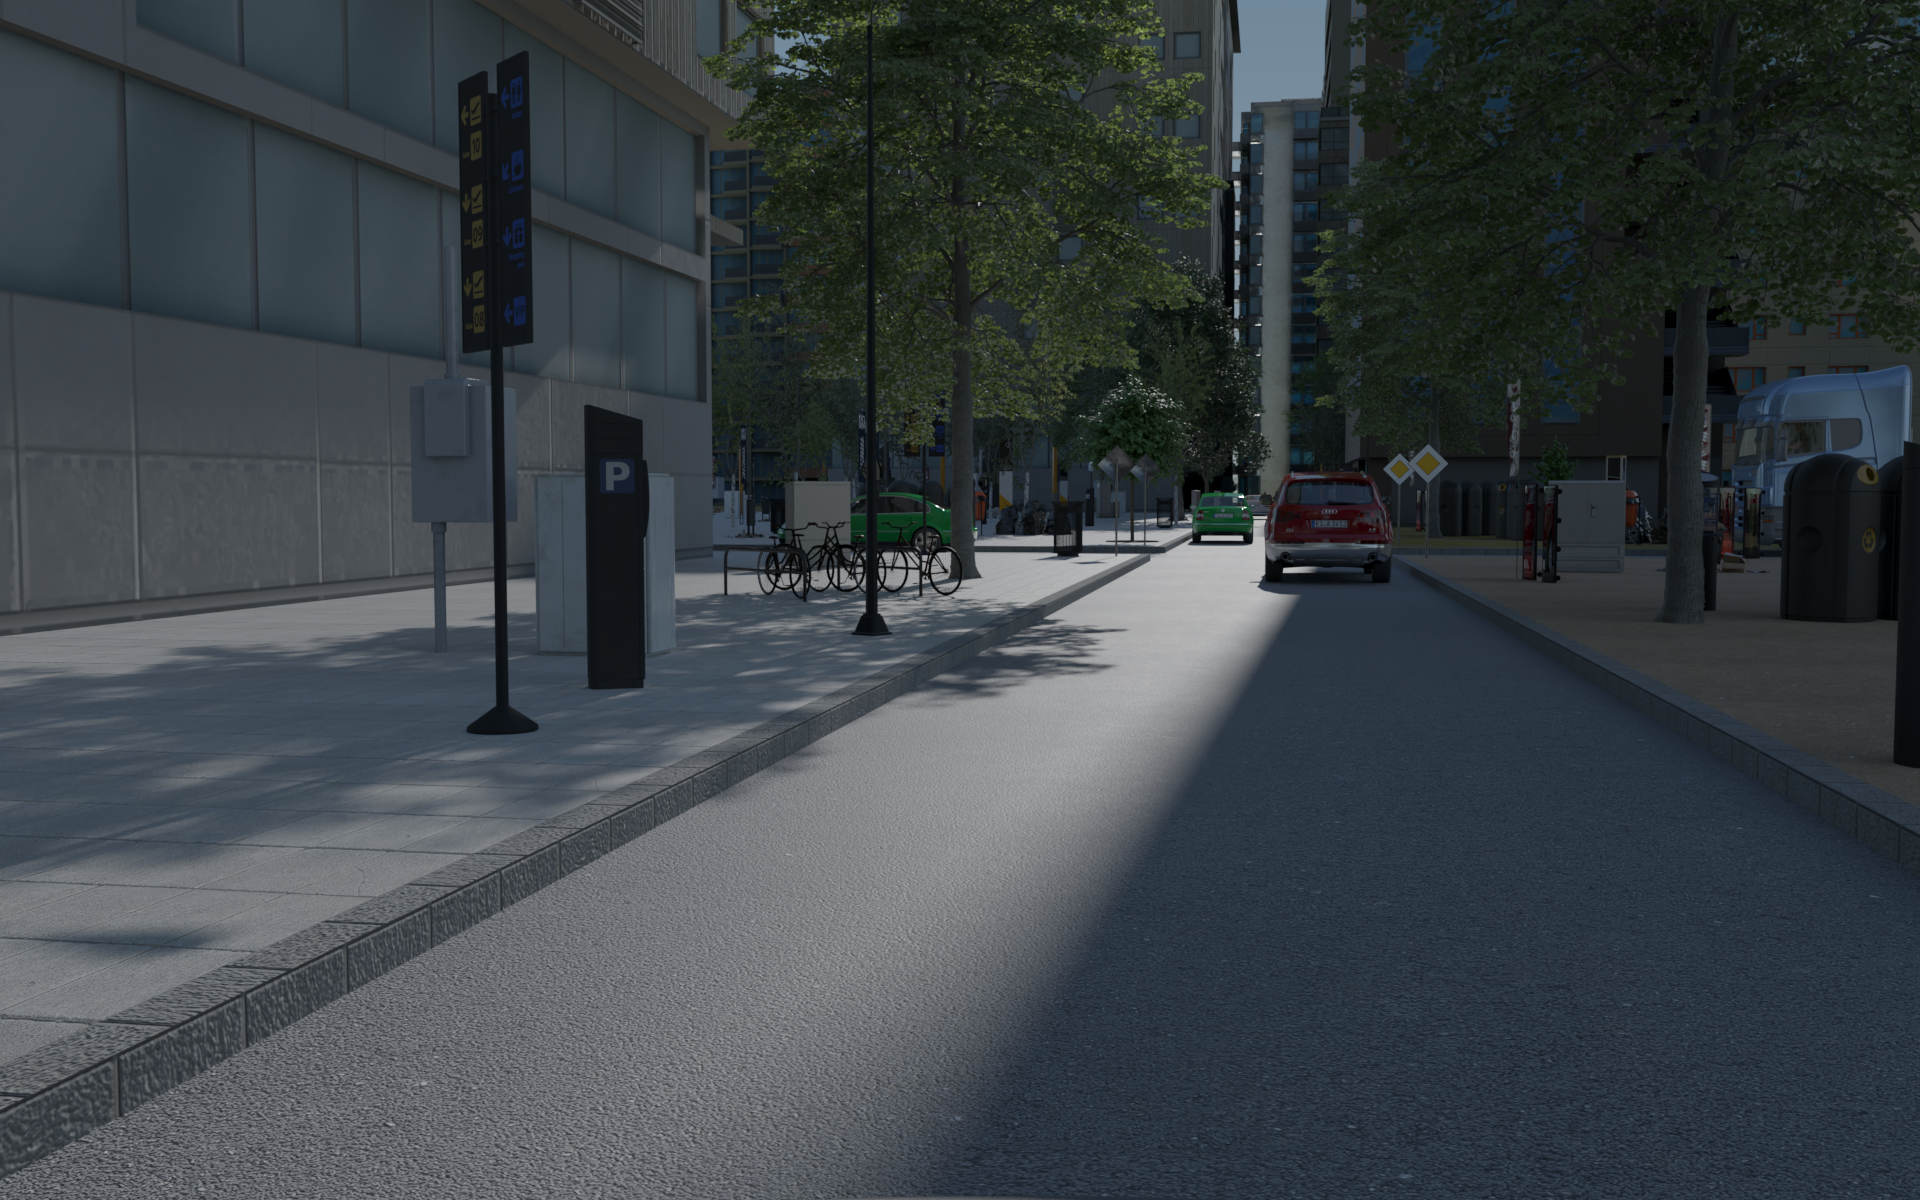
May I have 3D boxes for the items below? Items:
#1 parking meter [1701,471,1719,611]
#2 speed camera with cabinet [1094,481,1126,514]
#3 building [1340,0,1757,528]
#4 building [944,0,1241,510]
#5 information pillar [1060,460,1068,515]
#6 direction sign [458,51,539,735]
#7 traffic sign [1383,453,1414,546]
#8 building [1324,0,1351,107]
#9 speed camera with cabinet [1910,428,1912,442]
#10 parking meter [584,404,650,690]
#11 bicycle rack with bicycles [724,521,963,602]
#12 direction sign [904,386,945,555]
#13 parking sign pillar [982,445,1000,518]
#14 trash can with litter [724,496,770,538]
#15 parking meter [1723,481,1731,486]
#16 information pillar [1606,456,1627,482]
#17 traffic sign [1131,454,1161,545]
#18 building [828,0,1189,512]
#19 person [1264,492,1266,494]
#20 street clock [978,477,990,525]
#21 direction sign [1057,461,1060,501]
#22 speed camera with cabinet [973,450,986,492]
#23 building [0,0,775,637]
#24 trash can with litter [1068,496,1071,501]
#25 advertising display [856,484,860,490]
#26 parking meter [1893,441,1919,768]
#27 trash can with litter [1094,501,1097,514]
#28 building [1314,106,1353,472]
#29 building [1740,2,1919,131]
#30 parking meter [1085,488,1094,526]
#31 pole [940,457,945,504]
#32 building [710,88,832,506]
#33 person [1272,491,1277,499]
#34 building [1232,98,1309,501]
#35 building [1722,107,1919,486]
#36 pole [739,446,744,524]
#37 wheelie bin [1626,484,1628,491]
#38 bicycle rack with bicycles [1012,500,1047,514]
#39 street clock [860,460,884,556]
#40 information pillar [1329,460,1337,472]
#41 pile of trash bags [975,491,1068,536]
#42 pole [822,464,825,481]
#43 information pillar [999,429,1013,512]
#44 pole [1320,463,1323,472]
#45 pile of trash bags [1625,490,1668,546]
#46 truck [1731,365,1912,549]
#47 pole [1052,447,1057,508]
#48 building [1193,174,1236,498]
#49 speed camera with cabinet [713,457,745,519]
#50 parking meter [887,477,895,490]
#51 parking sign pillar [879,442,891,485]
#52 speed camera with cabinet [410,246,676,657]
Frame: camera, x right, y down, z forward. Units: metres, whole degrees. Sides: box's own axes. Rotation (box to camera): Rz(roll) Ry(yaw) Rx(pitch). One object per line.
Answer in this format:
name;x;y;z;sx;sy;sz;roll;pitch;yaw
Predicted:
parking meter;8.171;-0.656;19.139;0.372;1.533;0.369;0;3;0
speed camera with cabinet;9.827;-7.291;113.549;2.038;3.252;0.660;-1;4;-13
building;23.459;-25.757;71.245;14.600;45.320;14.200;1;4;10
building;14.808;-36.139;180.118;27.495;52.752;28.713;1;4;10
information pillar;6.465;-7.111;107.617;0.504;3.616;0.183;1;4;12
direction sign;-2.481;-1.058;9.293;0.379;3.537;0.876;-3;4;-38
traffic sign;10.745;-2.370;42.391;0.795;2.450;0.064;1;4;10
building;42.027;-32.040;147.563;21.300;48.544;21.600;1;4;10
speed camera with cabinet;29.033;-3.508;51.699;0.660;3.252;2.038;-1;4;-17
parking meter;-2.267;-0.352;11.467;0.399;1.863;0.255;-1;4;-18
bicycle rack with bicycles;-1.731;-0.529;22.037;2.852;0.926;2.925;-3;4;-39
direction sign;-0.742;-2.706;36.235;0.876;3.537;0.379;1;4;12
parking sign pillar;1.636;-6.317;91.761;1.447;3.967;1.447;-2;4;-33
trash can with litter;-6.370;-2.441;50.969;1.678;1.210;2.233;1;4;9
parking meter;33.296;-4.244;75.108;0.399;1.863;0.255;-2;4;-33
information pillar;12.591;-1.761;33.286;0.304;2.012;0.304;2;4;35
traffic sign;4.653;-2.439;43.514;0.795;2.450;0.064;1;4;10
building;6.324;-33.269;133.188;28.713;52.752;27.495;1;4;10
person;29.875;-9.748;169.348;0.415;1.643;0.593;-3;5;-44
street clock;1.005;-4.177;72.869;0.471;2.002;0.358;2;4;33
direction sign;6.468;-7.482;114.325;0.379;3.537;0.876;-2;4;-30
speed camera with cabinet;0.422;-5.106;77.818;0.660;3.252;2.038;-2;4;-31
building;-19.067;-26.656;25.060;27.495;52.752;28.713;1;4;10
trash can with litter;7.060;-6.601;119.306;1.055;1.170;0.624;-2;4;-33
advertising display;-6.463;-6.784;116.125;0.974;1.923;0.123;0;4;8
parking meter;4.630;0.016;8.157;0.372;1.533;0.369;0;3;0
trash can with litter;8.260;-5.702;104.609;1.055;1.170;0.624;1;4;11
building;34.132;-22.002;131.432;14.160;30.474;14.107;1;4;10
building;82.613;-33.685;170.356;30.456;49.044;23.786;1;4;10
parking meter;5.150;-3.694;68.814;0.372;1.533;0.369;0;3;0
pole;-0.744;-4.941;74.629;0.158;3.312;0.155;0;3;0
building;-12.307;-32.669;188.754;28.867;44.769;22.147;1;4;10
person;32.038;-10.178;175.645;0.721;1.736;1.217;-1;4;-22
building;47.796;-36.008;208.336;30.456;49.044;23.786;1;4;10
building;38.271;-15.549;99.267;27.650;21.520;28.899;1;4;10
pole;-9.252;-4.856;73.242;0.158;3.312;0.155;0;3;0
wheelie bin;19.507;-2.664;51.459;0.980;1.594;0.693;3;5;43
bicycle rack with bicycles;3.871;-6.007;111.599;2.852;0.926;2.925;-2;4;-29
street clock;-1.814;-1.917;35.918;0.471;2.002;0.358;-1;4;-11
information pillar;24.628;-7.525;114.383;0.504;3.616;0.183;1;4;21
pile of trash bags;1.732;-2.736;54.485;3.447;1.369;1.912;-2;4;-32
pole;-8.540;-7.012;108.485;0.158;3.312;0.155;0;3;0
information pillar;1.683;-4.375;62.887;0.504;3.616;0.183;0;4;1
pole;23.905;-7.377;114.462;0.158;3.312;0.155;0;3;0
pile of trash bags;17.617;-2.122;44.451;1.912;1.369;3.447;3;4;38
truck;25.591;-2.848;36.318;18.799;4.110;2.967;1;4;9
pole;4.121;-4.988;75.400;0.158;3.312;0.155;0;3;0
building;17.154;-23.390;154.121;14.160;30.474;14.107;1;4;10
speed camera with cabinet;-12.281;-5.922;91.161;2.038;3.252;0.660;2;4;30
parking meter;-2.458;-3.369;60.801;0.255;1.863;0.399;-2;4;-29
parking sign pillar;-4.262;-6.249;90.642;1.447;3.967;1.447;1;4;23
speed camera with cabinet;-3.359;-1.200;13.964;2.038;3.252;0.660;1;4;12
